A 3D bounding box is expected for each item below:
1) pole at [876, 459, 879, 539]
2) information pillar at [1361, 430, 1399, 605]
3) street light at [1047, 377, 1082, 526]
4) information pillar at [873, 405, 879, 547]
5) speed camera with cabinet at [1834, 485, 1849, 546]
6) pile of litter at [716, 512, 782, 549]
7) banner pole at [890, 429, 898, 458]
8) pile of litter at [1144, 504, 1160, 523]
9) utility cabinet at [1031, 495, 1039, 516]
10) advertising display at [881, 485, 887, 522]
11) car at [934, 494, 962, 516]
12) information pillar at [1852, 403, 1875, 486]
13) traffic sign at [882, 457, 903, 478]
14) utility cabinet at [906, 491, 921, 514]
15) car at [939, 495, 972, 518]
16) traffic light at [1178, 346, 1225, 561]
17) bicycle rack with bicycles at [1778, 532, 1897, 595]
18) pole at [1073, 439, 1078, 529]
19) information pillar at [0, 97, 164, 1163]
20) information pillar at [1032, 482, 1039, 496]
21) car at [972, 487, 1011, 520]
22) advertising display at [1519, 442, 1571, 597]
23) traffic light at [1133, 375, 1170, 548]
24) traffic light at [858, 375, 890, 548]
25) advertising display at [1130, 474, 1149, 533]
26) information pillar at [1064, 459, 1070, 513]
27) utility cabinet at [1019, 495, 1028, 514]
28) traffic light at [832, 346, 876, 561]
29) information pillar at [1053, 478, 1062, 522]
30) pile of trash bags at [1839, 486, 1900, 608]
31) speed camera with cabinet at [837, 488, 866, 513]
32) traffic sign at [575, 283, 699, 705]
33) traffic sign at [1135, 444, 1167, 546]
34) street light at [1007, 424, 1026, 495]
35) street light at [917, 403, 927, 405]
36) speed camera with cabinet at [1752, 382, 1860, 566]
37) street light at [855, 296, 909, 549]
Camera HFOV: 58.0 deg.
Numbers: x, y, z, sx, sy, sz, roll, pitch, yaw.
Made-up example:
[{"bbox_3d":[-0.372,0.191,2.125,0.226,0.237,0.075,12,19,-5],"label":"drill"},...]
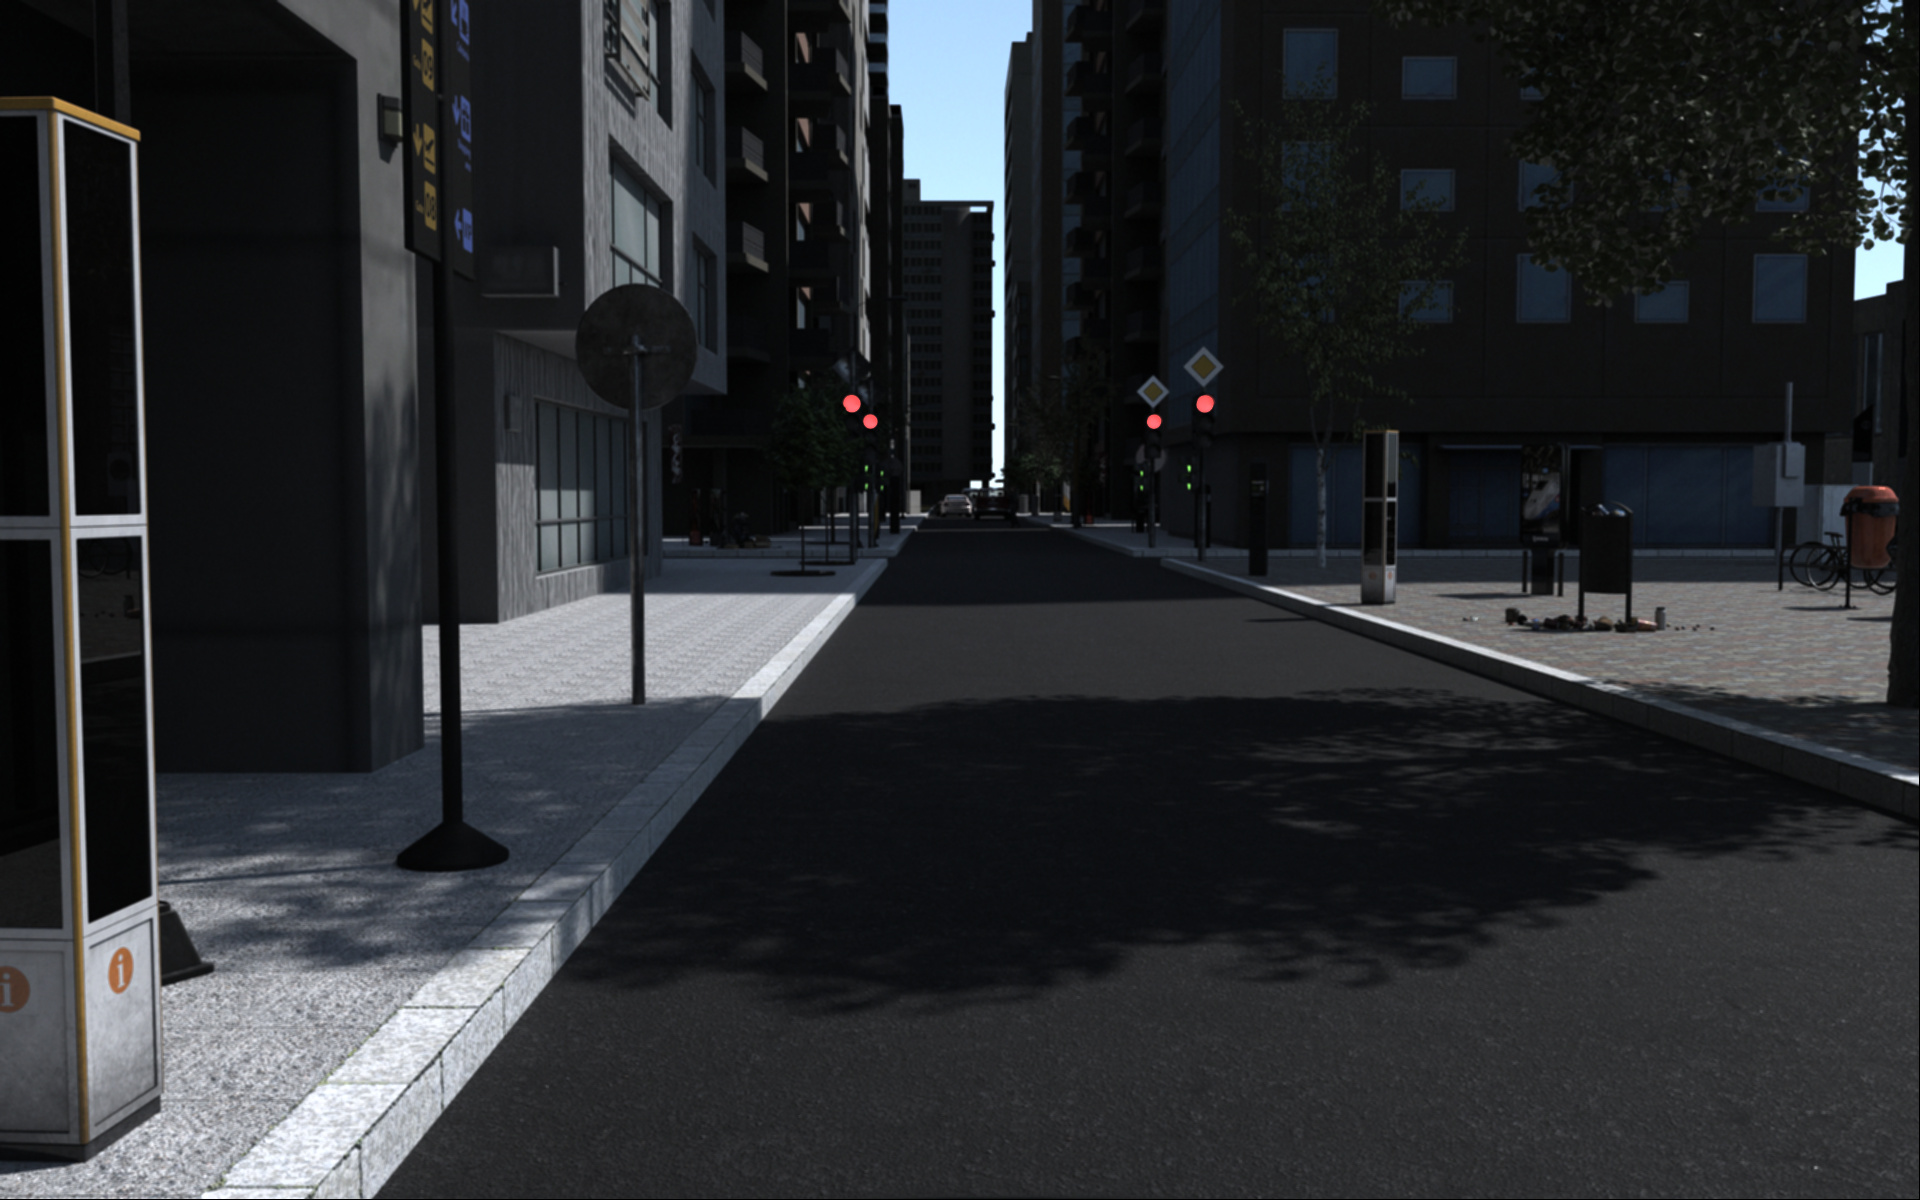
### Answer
[{"bbox_3d":[-2.414,-3.384,49.177,0.158,3.312,0.155,0,3,0],"label":"pole"},{"bbox_3d":[4.874,-0.956,20.123,0.304,2.012,0.304,3,5,41],"label":"information pillar"},{"bbox_3d":[4.156,-5.874,68.585,1.470,5.913,1.316,0,4,0],"label":"street light"},{"bbox_3d":[-2.079,-3.094,41.946,0.183,3.616,0.504,1,4,11],"label":"information pillar"},{"bbox_3d":[22.431,-2.908,41.878,2.038,3.252,0.660,0,4,4],"label":"speed camera with cabinet"},{"bbox_3d":[-4.972,-1.641,40.802,1.719,0.858,1.176,-2,4,-24],"label":"pile of litter"},{"bbox_3d":[-2.530,-4.667,66.317,0.401,3.779,0.863,1,4,18],"label":"banner pole"},{"bbox_3d":[8.791,-3.924,78.127,1.719,0.858,1.176,2,4,35],"label":"pile of litter"},{"bbox_3d":[4.331,-5.418,99.751,0.306,1.237,1.020,1,4,11],"label":"utility cabinet"},{"bbox_3d":[-3.506,-4.553,79.649,0.123,1.923,0.974,-1,4,-11],"label":"advertising display"},{"bbox_3d":[-0.696,-6.344,113.505,2.009,1.686,4.222,0,4,0],"label":"car"},{"bbox_3d":[23.388,-3.274,44.887,0.183,3.616,0.504,-3,4,-36],"label":"information pillar"},{"bbox_3d":[-2.347,-3.639,59.601,0.768,2.556,0.104,0,4,0],"label":"traffic sign"},{"bbox_3d":[-2.918,-6.080,108.090,0.318,1.500,1.173,2,4,32],"label":"utility cabinet"},{"bbox_3d":[-0.255,-5.790,107.033,2.083,1.381,4.827,0,4,-2],"label":"car"},{"bbox_3d":[4.596,-2.694,32.966,0.839,4.253,0.868,0,4,0],"label":"traffic light"},{"bbox_3d":[12.131,-0.575,22.789,2.852,0.926,2.925,-2,4,-25],"label":"bicycle rack with bicycles"},{"bbox_3d":[4.262,-4.275,63.734,0.158,3.312,0.155,0,3,0],"label":"pole"},{"bbox_3d":[-1.812,0.066,3.410,0.304,2.012,0.304,0,4,3],"label":"information pillar"},{"bbox_3d":[4.577,-6.147,104.988,0.304,2.012,0.304,2,4,28],"label":"information pillar"},{"bbox_3d":[1.800,-5.353,96.199,2.281,1.827,5.304,0,4,0],"label":"car"},{"bbox_3d":[7.431,-1.029,22.045,0.123,1.923,0.974,-1,4,-12],"label":"advertising display"},{"bbox_3d":[4.532,-3.182,40.950,0.839,4.253,0.868,0,4,0],"label":"traffic light"},{"bbox_3d":[-2.079,-3.178,40.881,0.839,4.253,0.868,0,4,0],"label":"traffic light"},{"bbox_3d":[5.965,-3.187,57.315,0.123,1.923,0.974,3,5,40],"label":"advertising display"},{"bbox_3d":[7.066,-7.545,114.707,0.183,3.616,0.504,-3,5,-41],"label":"information pillar"},{"bbox_3d":[4.146,-6.227,112.968,0.306,1.237,1.020,-1,4,-18],"label":"utility cabinet"},{"bbox_3d":[-2.015,-2.690,32.896,0.839,4.253,0.868,0,4,0],"label":"traffic light"},{"bbox_3d":[4.552,-4.663,80.728,0.304,2.012,0.304,-1,4,-20],"label":"information pillar"},{"bbox_3d":[10.581,-0.519,18.231,1.912,1.369,3.447,-1,4,-13],"label":"pile of trash bags"},{"bbox_3d":[-7.336,-7.450,116.143,2.038,3.252,0.660,1,4,10],"label":"speed camera with cabinet"},{"bbox_3d":[-1.964,-0.636,10.501,0.768,2.556,0.104,0,4,7],"label":"traffic sign"},{"bbox_3d":[4.655,-2.583,42.340,0.768,2.556,0.104,0,4,1],"label":"traffic sign"},{"bbox_3d":[3.815,-8.702,114.823,1.470,5.913,1.316,0,4,0],"label":"street light"},{"bbox_3d":[-2.376,-7.063,88.025,1.470,5.913,1.316,0,4,0],"label":"street light"},{"bbox_3d":[15.262,-2.255,31.203,2.038,3.252,0.660,-1,4,-21],"label":"speed camera with cabinet"},{"bbox_3d":[-1.901,-4.173,40.774,1.470,5.913,1.316,0,4,0],"label":"street light"}]
